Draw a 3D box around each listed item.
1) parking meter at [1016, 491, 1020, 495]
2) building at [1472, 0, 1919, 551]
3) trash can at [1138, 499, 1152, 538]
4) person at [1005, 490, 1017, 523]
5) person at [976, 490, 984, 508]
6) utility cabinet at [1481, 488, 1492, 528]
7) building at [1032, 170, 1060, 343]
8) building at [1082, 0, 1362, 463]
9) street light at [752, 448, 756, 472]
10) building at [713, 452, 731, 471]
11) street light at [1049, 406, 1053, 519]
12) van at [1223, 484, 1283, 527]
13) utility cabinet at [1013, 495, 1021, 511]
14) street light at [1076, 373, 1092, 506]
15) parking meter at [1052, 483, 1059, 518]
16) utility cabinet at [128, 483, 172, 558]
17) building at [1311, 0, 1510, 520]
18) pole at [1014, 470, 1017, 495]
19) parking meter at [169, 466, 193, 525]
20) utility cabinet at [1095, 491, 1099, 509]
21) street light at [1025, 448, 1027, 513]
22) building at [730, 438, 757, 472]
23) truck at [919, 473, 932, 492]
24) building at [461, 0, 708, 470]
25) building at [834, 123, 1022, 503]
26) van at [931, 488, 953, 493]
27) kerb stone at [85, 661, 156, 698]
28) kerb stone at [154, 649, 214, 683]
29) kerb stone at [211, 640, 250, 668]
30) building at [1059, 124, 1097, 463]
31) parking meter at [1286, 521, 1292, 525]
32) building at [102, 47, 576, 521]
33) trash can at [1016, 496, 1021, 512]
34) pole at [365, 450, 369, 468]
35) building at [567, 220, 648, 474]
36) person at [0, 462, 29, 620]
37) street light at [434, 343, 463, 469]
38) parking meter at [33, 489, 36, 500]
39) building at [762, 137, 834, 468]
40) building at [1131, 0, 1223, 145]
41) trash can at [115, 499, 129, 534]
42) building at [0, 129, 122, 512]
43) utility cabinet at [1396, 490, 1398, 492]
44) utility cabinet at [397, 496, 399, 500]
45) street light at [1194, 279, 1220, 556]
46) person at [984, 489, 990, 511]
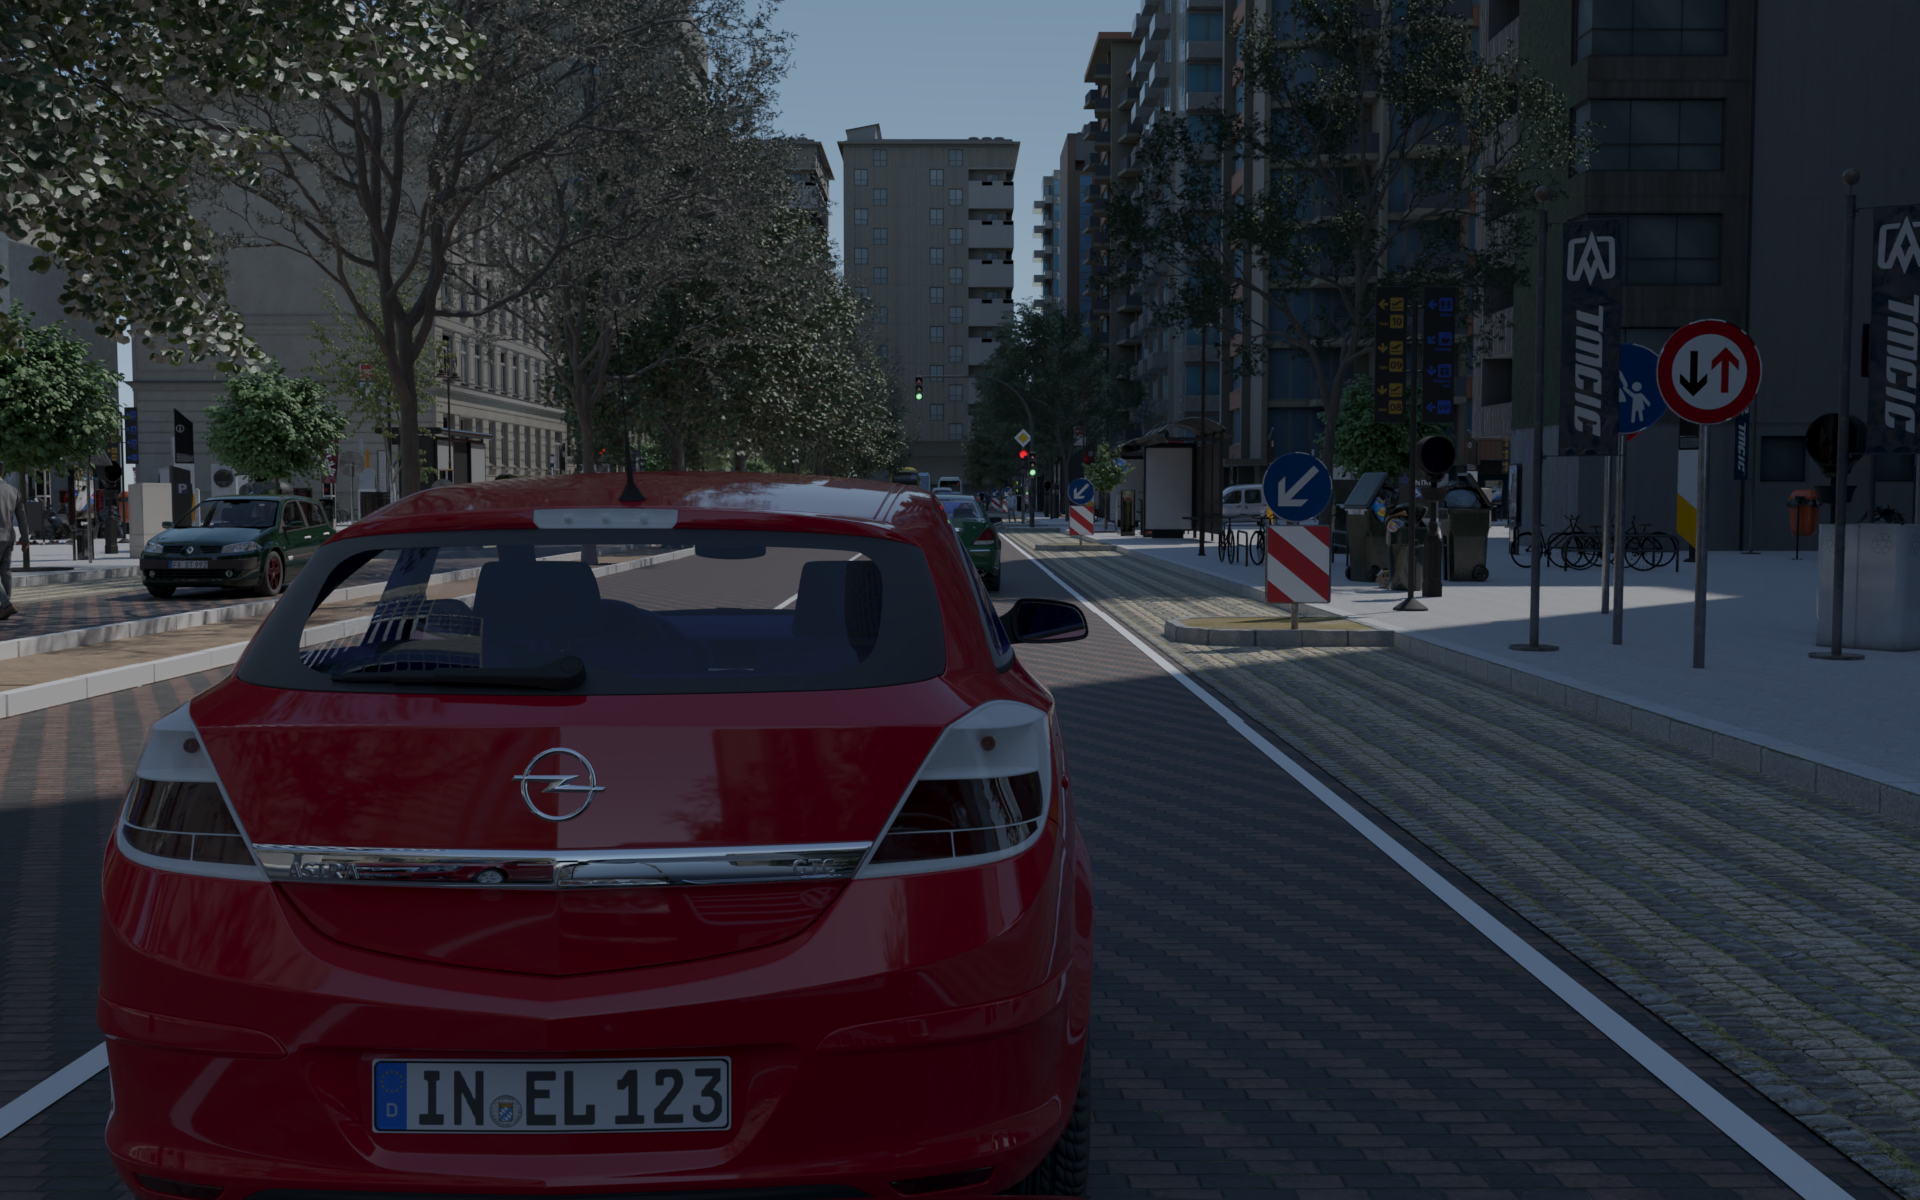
[{"bbox_3d":[4.553,-7.821,136.283,0.372,1.533,0.369,0,3,0],"label":"parking meter"},{"bbox_3d":[20.884,-16.715,44.992,14.160,30.474,14.107,0,4,0],"label":"building"},{"bbox_3d":[5.639,-2.422,51.246,0.748,1.137,0.748,0,3,0],"label":"trash can"},{"bbox_3d":[2.390,-4.345,81.348,0.589,1.601,0.330,1,4,14],"label":"person"},{"bbox_3d":[2.193,-10.007,172.129,1.348,1.822,0.705,-1,4,-8],"label":"person"},{"bbox_3d":[19.117,-3.393,64.159,1.173,1.500,0.318,-1,4,-22],"label":"utility cabinet"},{"bbox_3d":[25.733,-38.696,252.285,30.456,49.044,23.786,0,4,0],"label":"building"},{"bbox_3d":[23.135,-31.174,164.318,22.147,44.769,28.867,0,4,0],"label":"building"},{"bbox_3d":[-16.083,-10.002,136.313,0.468,5.910,1.993,0,4,0],"label":"street light"},{"bbox_3d":[-31.477,-30.233,177.904,14.154,41.232,14.086,0,4,0],"label":"building"},{"bbox_3d":[4.648,-7.047,88.006,0.468,5.910,1.993,0,4,0],"label":"street light"},{"bbox_3d":[11.316,-3.940,71.426,4.112,2.044,2.013,0,4,0],"label":"van"},{"bbox_3d":[4.456,-7.427,132.600,1.020,1.237,0.306,2,4,27],"label":"utility cabinet"},{"bbox_3d":[4.725,-5.712,66.183,0.468,5.910,1.993,0,4,0],"label":"street light"},{"bbox_3d":[5.061,-5.253,91.599,0.255,1.863,0.399,-2,4,-25],"label":"parking meter"},{"bbox_3d":[-16.299,-1.601,34.862,0.318,1.500,1.173,0,4,2],"label":"utility cabinet"},{"bbox_3d":[27.243,-26.861,93.796,28.867,44.769,22.147,0,4,0],"label":"building"},{"bbox_3d":[4.693,-9.294,145.803,0.158,3.312,0.155,0,3,0],"label":"pole"},{"bbox_3d":[-16.157,-1.850,35.954,0.399,1.863,0.255,-3,5,-41],"label":"parking meter"},{"bbox_3d":[9.339,-6.984,122.872,1.173,1.500,0.318,-1,4,-14],"label":"utility cabinet"},{"bbox_3d":[4.516,-8.926,118.730,0.468,5.910,1.993,0,4,0],"label":"street light"},{"bbox_3d":[-39.148,-21.996,204.672,28.899,21.520,27.650,0,4,0],"label":"building"},{"bbox_3d":[-5.202,-13.709,213.898,2.967,4.110,18.799,0,4,1],"label":"truck"},{"bbox_3d":[-35.191,-32.792,159.851,21.300,48.544,21.600,0,4,0],"label":"building"},{"bbox_3d":[-3.301,-40.693,254.561,27.495,52.752,28.713,0,4,0],"label":"building"},{"bbox_3d":[-1.190,-6.448,112.434,2.013,2.044,4.112,0,4,-2],"label":"van"},{"bbox_3d":[-6.165,0.586,12.616,0.120,0.150,1.000,0,4,0],"label":"kerb stone"},{"bbox_3d":[-6.171,0.529,13.641,0.120,0.150,1.000,0,4,0],"label":"kerb stone"},{"bbox_3d":[-6.187,0.465,14.669,0.120,0.150,1.000,0,4,0],"label":"kerb stone"},{"bbox_3d":[19.405,-34.265,210.347,14.600,45.320,14.200,0,4,0],"label":"building"},{"bbox_3d":[10.255,-2.752,53.412,0.372,1.533,0.369,0,3,0],"label":"parking meter"},{"bbox_3d":[-32.456,-16.120,96.849,16.112,22.955,30.059,0,4,0],"label":"building"},{"bbox_3d":[4.461,-7.041,126.768,0.748,1.137,0.748,0,3,0],"label":"trash can"},{"bbox_3d":[-27.354,-5.269,79.984,0.158,3.312,0.155,0,3,0],"label":"pole"},{"bbox_3d":[-31.378,-19.034,130.295,14.460,24.649,34.723,0,4,0],"label":"building"},{"bbox_3d":[-11.071,-0.688,19.868,0.853,1.813,0.709,1,4,20],"label":"person"},{"bbox_3d":[-15.662,-4.914,53.136,0.468,5.910,1.993,0,4,0],"label":"street light"},{"bbox_3d":[-42.773,-4.374,79.920,0.372,1.533,0.369,0,3,0],"label":"parking meter"},{"bbox_3d":[-30.797,-40.699,254.666,27.495,52.752,28.713,0,4,0],"label":"building"},{"bbox_3d":[25.131,-31.460,133.978,23.786,49.044,30.456,0,4,0],"label":"building"},{"bbox_3d":[-26.520,-2.663,55.195,0.748,1.137,0.748,0,3,0],"label":"trash can"},{"bbox_3d":[-52.923,-14.161,86.286,16.860,20.320,10.420,0,4,0],"label":"building"},{"bbox_3d":[20.008,-4.336,79.574,1.173,1.500,0.318,2,4,33],"label":"utility cabinet"},{"bbox_3d":[-40.419,-6.939,124.621,1.020,1.237,0.306,2,4,27],"label":"utility cabinet"},{"bbox_3d":[5.026,-3.856,35.830,0.468,5.910,1.993,0,4,0],"label":"street light"},{"bbox_3d":[2.095,-7.629,133.409,0.419,1.800,0.721,2,4,28],"label":"person"}]
